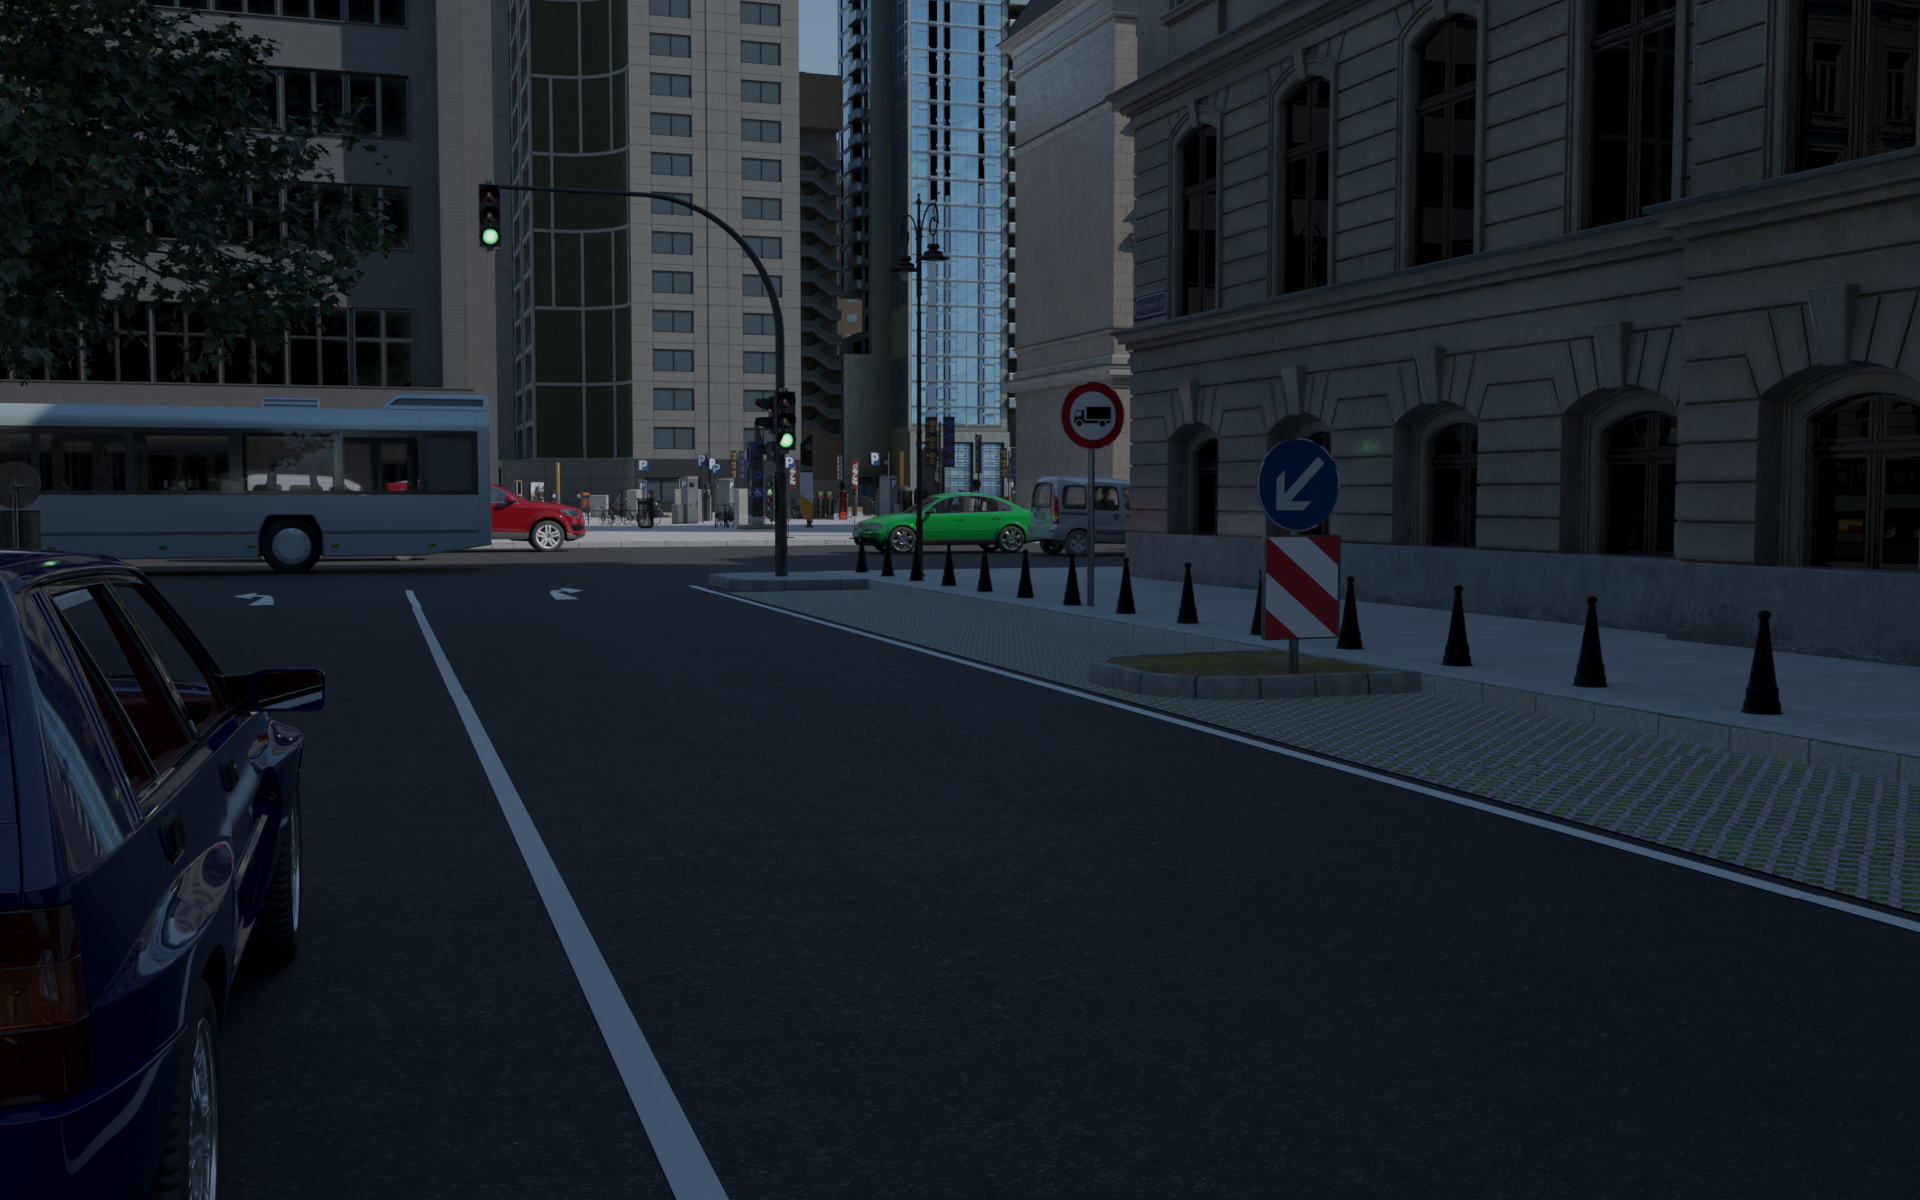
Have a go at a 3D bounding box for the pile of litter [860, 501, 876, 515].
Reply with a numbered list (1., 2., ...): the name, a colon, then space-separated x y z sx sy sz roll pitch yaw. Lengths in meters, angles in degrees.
1. pile of litter: -5.916 -6.447 119.378 1.176 0.858 1.719 3 4 38

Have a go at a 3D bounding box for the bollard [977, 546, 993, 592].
1. bollard: 0.327 -0.414 22.807 0.229 0.601 0.229 0 3 0

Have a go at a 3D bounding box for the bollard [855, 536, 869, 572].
1. bollard: -1.609 -0.757 28.417 0.229 0.601 0.229 0 3 0

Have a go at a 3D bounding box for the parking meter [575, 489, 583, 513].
1. parking meter: -19.590 -4.934 89.078 0.372 1.533 0.369 0 3 0

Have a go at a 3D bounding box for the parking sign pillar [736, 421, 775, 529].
1. parking sign pillar: -7.488 -4.582 63.390 1.447 3.967 1.447 -1 4 -15

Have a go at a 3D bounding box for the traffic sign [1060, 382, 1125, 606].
1. traffic sign: 1.496 -1.201 19.748 0.768 2.556 0.104 -1 4 -14

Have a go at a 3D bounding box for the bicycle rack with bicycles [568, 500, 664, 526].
1. bicycle rack with bicycles: -14.146 -3.577 71.862 2.852 0.926 2.925 -3 5 -43

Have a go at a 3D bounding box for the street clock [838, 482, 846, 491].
1. street clock: -7.207 -6.171 105.458 0.471 2.002 0.358 -1 4 -8

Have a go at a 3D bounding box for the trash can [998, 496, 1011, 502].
1. trash can: 2.656 -5.613 103.420 0.748 1.137 0.748 0 3 0

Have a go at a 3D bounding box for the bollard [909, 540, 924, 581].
1. bollard: -0.642 -0.585 25.613 0.229 0.601 0.229 0 3 0

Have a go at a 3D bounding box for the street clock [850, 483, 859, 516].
1. street clock: -6.093 -5.822 99.757 0.471 2.002 0.358 2 4 31

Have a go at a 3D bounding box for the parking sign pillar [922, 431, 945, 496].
1. parking sign pillar: -1.179 -5.252 74.342 1.447 3.967 1.447 -2 4 -35

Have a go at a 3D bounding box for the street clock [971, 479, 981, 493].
1. street clock: 0.765 -4.841 83.723 0.471 2.002 0.358 -2 4 -31

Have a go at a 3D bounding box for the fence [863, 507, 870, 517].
1. fence: -5.622 -5.126 95.018 0.480 1.192 2.264 2 4 26

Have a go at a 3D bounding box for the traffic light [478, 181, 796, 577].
1. traffic light: -4.770 -3.147 26.114 4.771 5.953 1.251 -1 4 -19

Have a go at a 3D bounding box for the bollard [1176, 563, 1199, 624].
1. bollard: 2.263 -0.071 17.195 0.229 0.601 0.229 0 3 0

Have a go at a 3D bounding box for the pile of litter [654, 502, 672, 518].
1. pile of litter: -16.278 -4.899 94.066 1.176 0.858 1.719 -2 4 -30

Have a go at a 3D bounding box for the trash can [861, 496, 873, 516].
1. trash can: -5.474 -5.548 102.370 0.748 1.137 0.748 0 3 0

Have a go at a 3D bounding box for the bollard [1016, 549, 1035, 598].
1. bollard: 0.809 -0.328 21.402 0.229 0.601 0.229 0 3 0

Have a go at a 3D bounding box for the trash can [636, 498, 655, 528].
1. trash can: -11.765 -3.252 64.825 0.748 1.137 0.748 0 3 0

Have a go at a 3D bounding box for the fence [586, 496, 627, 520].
1. fence: -17.343 -4.554 85.658 2.264 1.192 0.480 -1 4 -9

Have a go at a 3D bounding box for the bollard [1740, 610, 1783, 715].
1. bollard: 4.702 0.361 10.140 0.229 0.601 0.229 0 3 0

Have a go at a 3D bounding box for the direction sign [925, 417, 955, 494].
1. direction sign: -0.586 -3.590 50.699 0.876 3.537 0.379 0 4 8

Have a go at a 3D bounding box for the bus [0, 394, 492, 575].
1. bus: -15.275 -2.195 30.744 13.247 3.499 2.948 -1 4 -20

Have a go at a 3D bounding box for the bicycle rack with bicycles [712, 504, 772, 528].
1. bicycle rack with bicycles: -8.455 -3.239 66.342 2.852 0.926 2.925 1 4 9

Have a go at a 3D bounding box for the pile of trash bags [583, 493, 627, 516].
1. pile of trash bags: -21.238 -5.733 103.493 1.912 1.369 3.447 3 5 39

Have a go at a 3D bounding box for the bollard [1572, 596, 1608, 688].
1. bollard: 4.211 0.274 11.555 0.229 0.601 0.229 0 3 0

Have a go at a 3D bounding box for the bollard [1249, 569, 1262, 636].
1. bollard: 2.754 0.016 15.774 0.229 0.601 0.229 0 3 0

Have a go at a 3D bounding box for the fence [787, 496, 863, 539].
1. fence: -3.999 -2.367 49.903 2.264 1.192 0.480 1 4 20

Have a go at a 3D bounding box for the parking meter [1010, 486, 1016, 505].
1. parking meter: 3.675 -6.921 118.877 0.399 1.863 0.255 0 4 -5

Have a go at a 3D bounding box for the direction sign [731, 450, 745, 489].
1. direction sign: -11.577 -6.008 90.234 0.379 3.537 0.876 3 5 44

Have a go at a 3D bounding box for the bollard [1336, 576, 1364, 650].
1. bollard: 3.238 0.102 14.374 0.229 0.601 0.229 0 3 0

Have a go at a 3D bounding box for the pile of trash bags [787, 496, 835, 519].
1. pile of trash bags: -8.567 -4.890 89.704 3.447 1.369 1.912 1 4 22

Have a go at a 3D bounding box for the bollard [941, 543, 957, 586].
1. bollard: -0.155 -0.500 24.208 0.229 0.601 0.229 0 3 0

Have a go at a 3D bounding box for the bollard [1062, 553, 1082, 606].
1. bollard: 1.296 -0.242 20.002 0.229 0.601 0.229 0 3 0

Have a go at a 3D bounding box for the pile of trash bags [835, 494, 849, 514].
1. pile of trash bags: -8.422 -6.342 113.441 1.912 1.369 3.447 -3 5 -41

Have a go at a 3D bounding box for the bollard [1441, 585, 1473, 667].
1. bollard: 3.727 0.188 12.970 0.229 0.601 0.229 0 3 0

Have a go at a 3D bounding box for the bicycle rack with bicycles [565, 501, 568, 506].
1. bicycle rack with bicycles: -21.002 -4.950 94.311 2.852 0.926 2.925 -1 4 -15

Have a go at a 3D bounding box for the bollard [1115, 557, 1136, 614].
1. bollard: 1.783 -0.156 18.597 0.229 0.601 0.229 0 3 0

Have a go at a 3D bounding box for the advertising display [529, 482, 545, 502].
1. advertising display: -21.946 -5.177 89.865 0.123 1.923 0.974 2 4 34

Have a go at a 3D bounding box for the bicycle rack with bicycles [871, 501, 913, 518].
1. bicycle rack with bicycles: -2.790 -4.517 87.231 2.925 0.926 2.852 1 4 13

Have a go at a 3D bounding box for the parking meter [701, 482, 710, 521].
1. parking meter: -12.035 -4.665 81.980 0.399 1.863 0.255 2 4 27

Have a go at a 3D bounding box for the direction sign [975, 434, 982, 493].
1. direction sign: 0.705 -4.517 65.858 0.379 3.537 0.876 1 4 16

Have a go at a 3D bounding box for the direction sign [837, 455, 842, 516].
1. direction sign: -6.980 -6.629 100.383 0.379 3.537 0.876 1 4 16

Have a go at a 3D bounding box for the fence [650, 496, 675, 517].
1. fence: -15.440 -4.955 92.215 2.264 1.192 0.480 0 4 -7

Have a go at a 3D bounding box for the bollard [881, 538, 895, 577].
1. bollard: -1.127 -0.671 27.015 0.229 0.601 0.229 0 3 0

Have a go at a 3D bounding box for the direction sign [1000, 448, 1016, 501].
1. direction sign: 2.391 -5.679 84.849 0.876 3.537 0.379 0 4 -4
